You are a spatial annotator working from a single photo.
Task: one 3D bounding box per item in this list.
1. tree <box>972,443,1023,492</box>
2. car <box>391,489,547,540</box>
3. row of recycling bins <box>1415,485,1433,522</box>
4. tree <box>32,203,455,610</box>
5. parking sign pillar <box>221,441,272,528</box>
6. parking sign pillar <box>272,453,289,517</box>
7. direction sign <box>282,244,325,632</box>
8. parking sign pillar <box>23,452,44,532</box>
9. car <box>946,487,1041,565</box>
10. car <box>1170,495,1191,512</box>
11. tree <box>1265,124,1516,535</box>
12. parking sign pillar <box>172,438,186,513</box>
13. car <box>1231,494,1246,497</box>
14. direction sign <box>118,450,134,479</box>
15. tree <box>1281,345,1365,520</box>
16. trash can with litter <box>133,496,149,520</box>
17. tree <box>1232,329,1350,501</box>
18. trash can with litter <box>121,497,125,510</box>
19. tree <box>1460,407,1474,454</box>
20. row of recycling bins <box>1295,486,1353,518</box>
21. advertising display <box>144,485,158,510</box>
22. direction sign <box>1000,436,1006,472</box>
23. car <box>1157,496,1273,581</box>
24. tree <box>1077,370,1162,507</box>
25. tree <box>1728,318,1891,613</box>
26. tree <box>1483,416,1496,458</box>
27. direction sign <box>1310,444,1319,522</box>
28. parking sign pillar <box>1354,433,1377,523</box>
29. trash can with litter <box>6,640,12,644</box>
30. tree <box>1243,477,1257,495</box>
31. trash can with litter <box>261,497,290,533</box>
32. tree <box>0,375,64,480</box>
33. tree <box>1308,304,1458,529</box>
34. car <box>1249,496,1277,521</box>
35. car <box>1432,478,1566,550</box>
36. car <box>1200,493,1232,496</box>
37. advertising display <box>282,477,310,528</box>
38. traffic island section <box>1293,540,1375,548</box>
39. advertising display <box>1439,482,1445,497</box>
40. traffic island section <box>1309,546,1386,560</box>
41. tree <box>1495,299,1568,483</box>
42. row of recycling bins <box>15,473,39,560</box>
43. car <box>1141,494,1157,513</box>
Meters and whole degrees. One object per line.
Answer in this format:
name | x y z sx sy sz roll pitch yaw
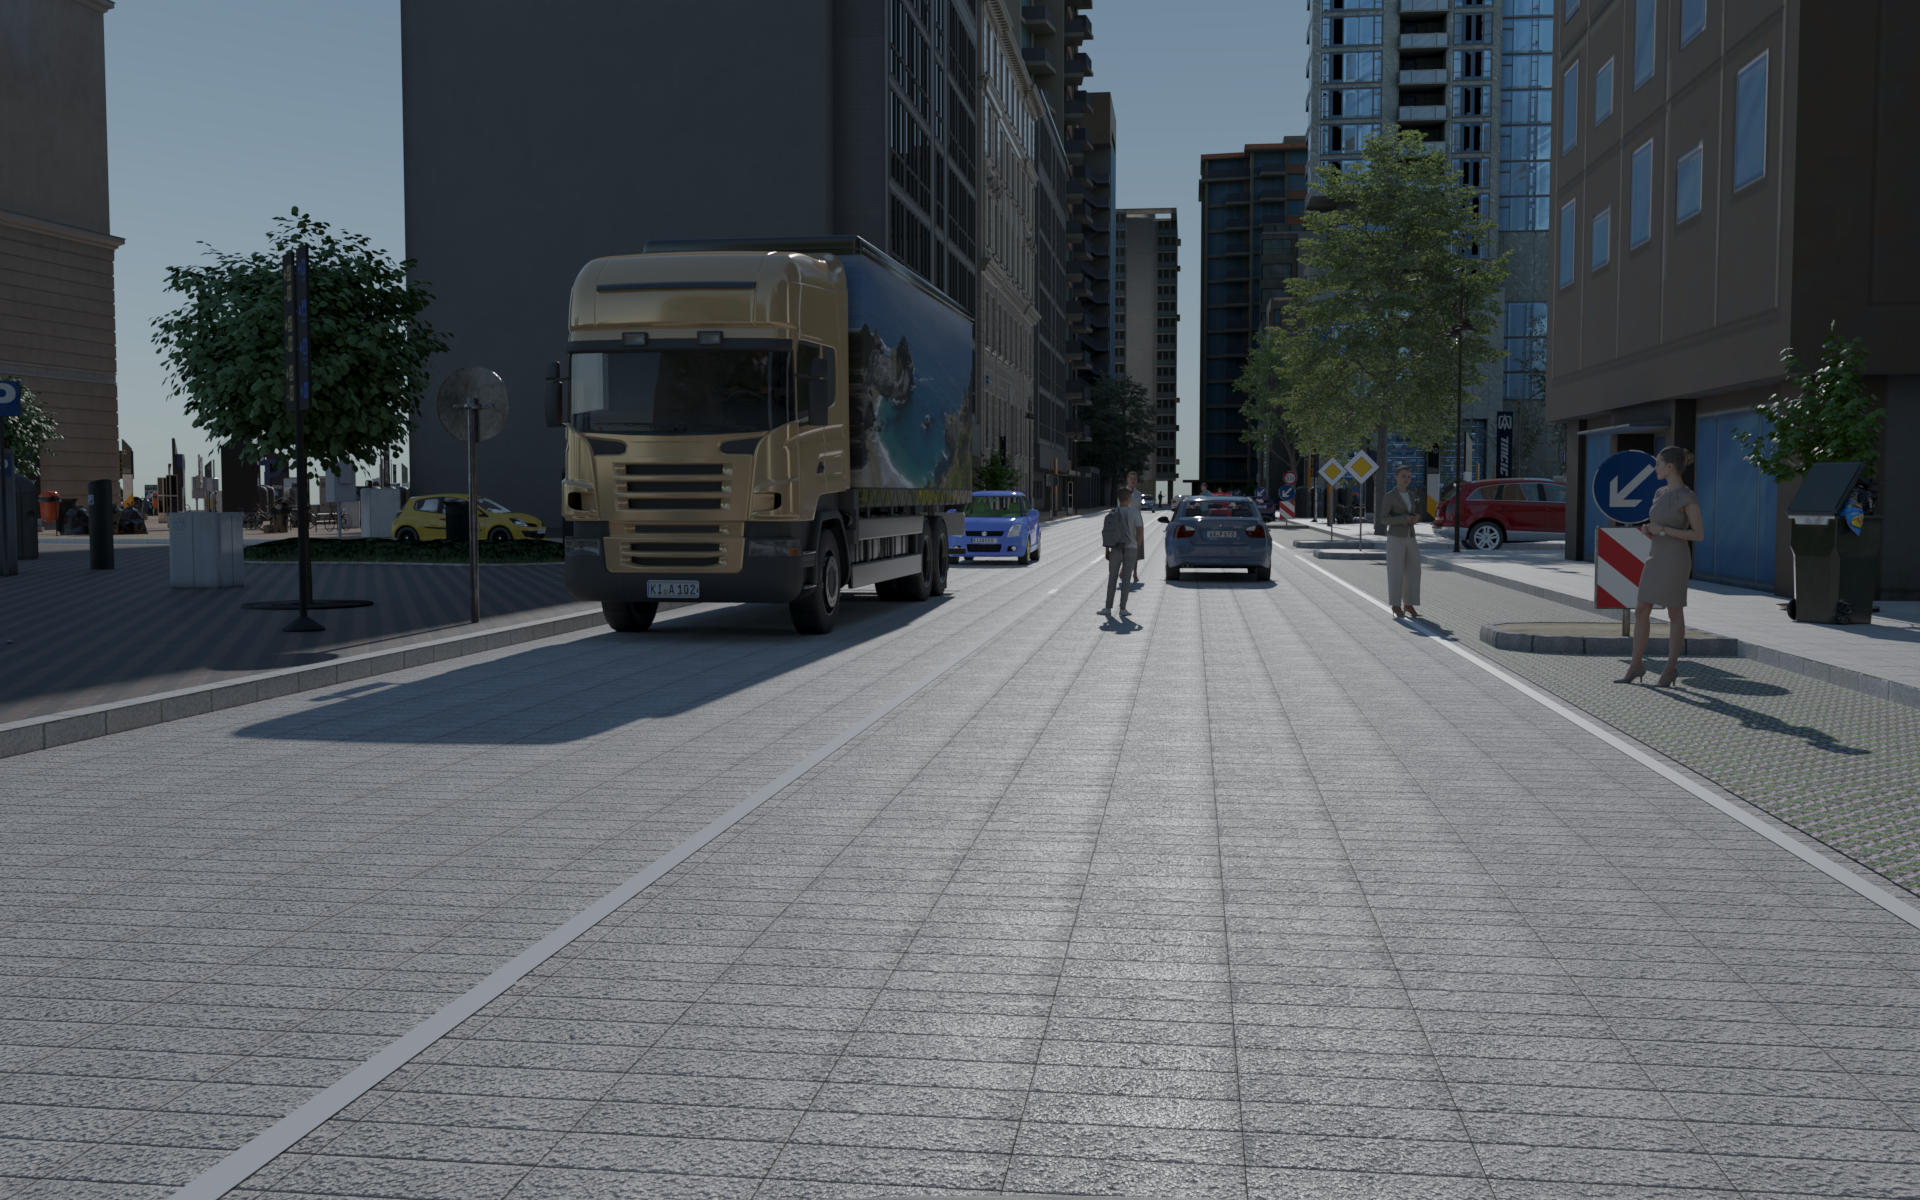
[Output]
tree | 1.281 -4.352 65.749 1.663 3.219 1.824 0 3 0
car | -12.953 -2.177 45.822 3.980 1.641 2.015 1 4 9
row of recycling bins | 21.749 -4.496 80.624 1.069 1.692 3.534 0 4 6
tree | -7.434 -2.208 19.808 4.285 4.588 4.351 0 3 0
parking sign pillar | -27.555 -4.756 66.225 1.447 3.967 1.447 1 4 13
parking sign pillar | -38.175 -6.624 96.781 1.447 3.967 1.447 0 4 7
direction sign | -6.163 -1.478 16.162 0.379 3.537 0.876 -2 4 -34
parking sign pillar | -31.489 -4.246 57.890 1.447 3.967 1.447 -2 4 -33
car | 0.731 -1.634 36.309 1.945 1.707 3.694 0 4 8
car | 18.407 -7.998 143.126 2.083 1.381 4.827 0 4 8
tree | 13.519 -8.286 53.607 7.486 12.596 7.792 0 3 0
parking sign pillar | -37.829 -5.836 83.887 1.447 3.967 1.447 -1 4 -18
car | 21.705 -7.688 135.489 2.009 1.686 4.222 0 4 8
direction sign | -43.434 -6.010 90.253 0.379 3.537 0.876 2 4 30
tree | 17.459 -8.179 84.081 4.360 8.622 3.978 0 3 0
trash can with litter | -40.433 -4.516 85.217 0.624 1.170 1.055 0 4 1
tree | 20.766 -11.139 107.872 9.928 11.665 9.643 0 3 0
trash can with litter | -34.672 -3.627 70.691 1.055 1.170 0.624 -1 4 -19
tree | 27.767 -9.230 101.266 4.737 8.622 4.395 0 3 0
row of recycling bins | 19.749 -5.327 94.214 3.534 1.692 1.069 -2 4 -24
advertising display | -54.800 -6.864 117.434 0.974 1.923 0.123 0 4 8
direction sign | 1.671 -4.630 67.692 0.379 3.537 0.876 -1 4 -13
car | 4.427 -1.100 29.991 2.014 1.417 4.499 0 4 6
tree | 15.907 -16.611 178.239 9.857 13.997 8.962 0 3 0
tree | 9.683 -1.502 19.154 1.663 3.219 1.824 0 3 0
tree | 37.248 -10.092 115.371 4.360 8.622 3.978 0 3 0
direction sign | 16.107 -5.302 78.683 0.379 3.537 0.876 -1 4 -12
parking sign pillar | 18.114 -5.381 76.448 1.447 3.967 1.447 1 4 11
trash can with litter | -9.224 -0.255 15.228 1.678 1.210 2.233 -2 4 -24
tree | 33.058 -12.415 197.589 1.663 3.219 1.824 0 3 0
trash can with litter | -22.601 -2.794 57.064 1.055 1.170 0.624 2 4 25
tree | -22.750 -3.464 40.349 4.285 4.588 4.351 0 3 0
tree | 15.016 -6.909 63.329 4.737 8.622 4.395 0 3 0
car | 15.903 -4.867 92.161 1.945 1.354 3.894 1 4 9
car | 14.180 -2.034 41.933 5.304 1.827 2.281 1 4 10
car | 10.415 -3.763 70.559 2.155 1.783 4.494 1 4 9
advertising display | -25.273 -3.716 65.970 0.974 1.923 0.123 -1 4 -9
traffic island section | 10.048 -1.496 46.736 2.009 0.180 2.903 0 4 8
advertising display | 26.280 -5.537 95.742 0.974 1.923 0.123 1 4 15
traffic island section | 8.993 -1.012 38.821 2.009 0.180 2.903 0 4 8
tree | 21.759 -6.797 61.485 4.360 8.622 3.978 0 3 0
row of recycling bins | -19.669 -1.689 34.725 3.534 1.692 1.069 3 4 37
car | 14.096 -7.394 132.887 2.014 1.417 4.499 0 4 6
